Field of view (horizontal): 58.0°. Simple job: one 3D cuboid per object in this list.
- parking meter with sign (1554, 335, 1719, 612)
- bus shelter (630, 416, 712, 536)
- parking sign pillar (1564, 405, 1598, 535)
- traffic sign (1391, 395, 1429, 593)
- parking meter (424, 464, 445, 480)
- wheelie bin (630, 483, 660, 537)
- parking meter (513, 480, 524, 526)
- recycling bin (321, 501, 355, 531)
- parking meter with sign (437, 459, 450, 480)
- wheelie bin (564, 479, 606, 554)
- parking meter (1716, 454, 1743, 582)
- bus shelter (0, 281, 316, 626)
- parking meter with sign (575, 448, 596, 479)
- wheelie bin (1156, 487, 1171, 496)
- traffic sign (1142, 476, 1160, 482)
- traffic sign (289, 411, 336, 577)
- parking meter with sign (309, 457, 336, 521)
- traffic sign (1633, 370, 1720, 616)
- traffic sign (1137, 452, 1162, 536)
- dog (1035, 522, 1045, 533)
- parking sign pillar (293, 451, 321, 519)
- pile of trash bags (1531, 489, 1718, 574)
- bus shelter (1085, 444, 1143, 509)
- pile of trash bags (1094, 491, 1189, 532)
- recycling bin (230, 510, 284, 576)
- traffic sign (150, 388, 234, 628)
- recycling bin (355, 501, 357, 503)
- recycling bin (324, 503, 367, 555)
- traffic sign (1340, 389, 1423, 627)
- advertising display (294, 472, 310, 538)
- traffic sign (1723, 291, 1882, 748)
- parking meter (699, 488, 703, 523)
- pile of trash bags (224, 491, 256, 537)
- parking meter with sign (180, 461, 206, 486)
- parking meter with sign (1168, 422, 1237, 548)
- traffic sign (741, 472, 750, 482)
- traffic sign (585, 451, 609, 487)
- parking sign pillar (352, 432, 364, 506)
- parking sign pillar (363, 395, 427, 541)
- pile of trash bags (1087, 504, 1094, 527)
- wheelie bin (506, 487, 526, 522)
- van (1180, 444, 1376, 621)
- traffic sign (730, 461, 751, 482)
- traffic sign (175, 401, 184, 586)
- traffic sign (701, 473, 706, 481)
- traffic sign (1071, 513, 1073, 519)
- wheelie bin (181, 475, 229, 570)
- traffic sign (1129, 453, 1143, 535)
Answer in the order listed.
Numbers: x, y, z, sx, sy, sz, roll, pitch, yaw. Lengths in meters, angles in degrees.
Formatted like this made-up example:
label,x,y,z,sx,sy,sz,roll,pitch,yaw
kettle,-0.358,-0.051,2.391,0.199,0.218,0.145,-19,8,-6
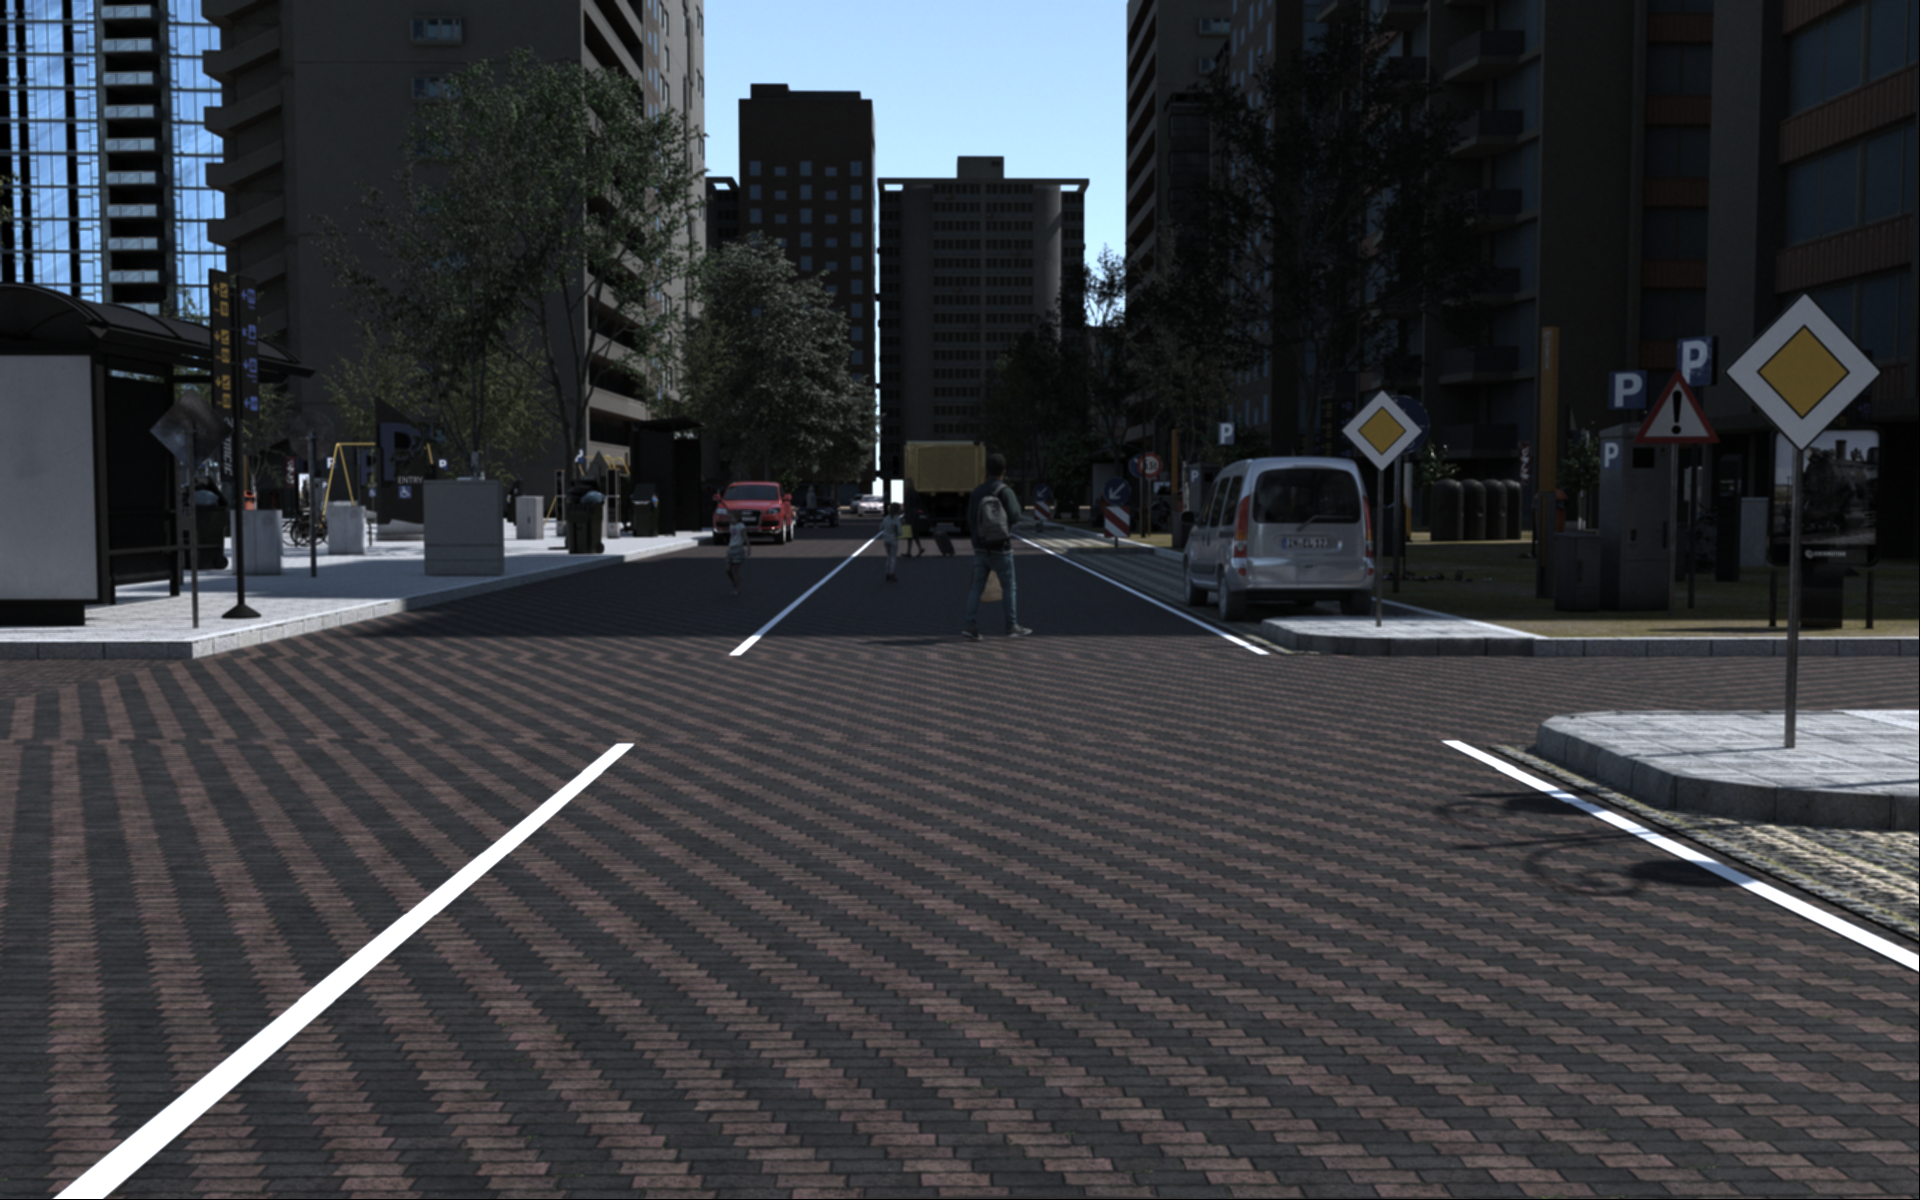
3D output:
label,x,y,z,sx,sy,sz,roll,pitch,yaw
parking meter with sign,7.417,-1.395,19.075,1.738,3.016,0.543,-1,4,-19
bus shelter,-9.196,-3.927,55.484,1.731,3.624,6.357,0,4,-1
parking sign pillar,18.849,-3.949,53.034,1.447,3.967,1.447,2,4,30
traffic sign,5.656,-1.363,22.395,0.768,2.556,0.104,0,4,6
parking meter,-10.271,-1.725,33.916,0.255,1.863,0.399,1,4,12
wheelie bin,-9.386,-2.679,51.708,0.980,1.594,0.693,1,4,18
parking meter,-17.804,-3.921,69.817,0.399,1.863,0.255,2,4,32
recycling bin,-20.997,-2.797,58.288,0.722,1.027,0.722,3,4,38
parking meter with sign,-25.279,-5.502,86.218,1.738,3.016,0.543,3,5,40
wheelie bin,-8.017,-1.782,37.050,0.980,1.594,0.693,1,4,18
parking meter,11.270,-1.203,25.379,0.255,1.863,0.399,3,4,37
bus shelter,-9.145,-1.552,19.305,2.014,3.302,5.546,0,4,-1
parking meter with sign,-13.859,-4.226,65.362,1.738,3.016,0.543,3,4,38
wheelie bin,8.798,-4.072,74.485,0.693,1.594,0.980,2,4,28
traffic sign,8.051,-4.492,73.446,0.884,2.594,0.081,0,4,8
traffic sign,-9.991,-1.627,26.701,0.768,2.556,0.104,0,4,8
parking meter with sign,-30.233,-5.244,81.996,1.738,3.016,0.543,3,4,38
traffic sign,7.511,-1.114,18.225,0.884,2.594,0.081,0,4,4
traffic sign,5.793,-3.233,52.959,0.768,2.556,0.104,0,4,3
dog,2.970,-2.655,63.600,0.748,0.427,0.550,-3,5,-41
parking sign pillar,-33.773,-6.186,89.614,1.447,3.967,1.447,-3,5,-43
pile of trash bags,11.405,-1.200,29.374,3.447,1.369,1.912,3,4,38
bus shelter,6.487,-4.803,72.452,2.014,3.302,5.546,0,4,-1
pile of trash bags,6.573,-3.026,59.225,1.912,1.369,3.447,-3,5,-39
recycling bin,-11.190,-0.919,27.583,0.722,1.027,0.722,-1,4,-18
traffic sign,-7.300,-0.786,16.486,0.795,2.450,0.064,0,4,-1
recycling bin,-23.625,-3.313,66.729,0.722,1.027,0.722,-1,4,-23
recycling bin,-13.084,-1.494,36.985,0.722,1.027,0.722,-1,4,-13
traffic sign,4.043,-0.797,16.675,0.795,2.450,0.064,0,4,-1
advertising display,-19.197,-2.782,50.704,0.123,1.923,0.974,0,4,3
traffic sign,4.191,-0.309,8.692,0.795,2.450,0.064,0,4,-1
parking meter,-9.364,-3.417,61.583,0.399,1.863,0.255,0,3,0
pile of trash bags,-22.245,-2.559,51.594,1.912,1.369,3.447,1,4,16
parking meter with sign,-18.330,-2.709,40.555,1.738,3.016,0.543,0,4,0
parking meter with sign,5.843,-2.771,41.568,1.738,3.016,0.543,-3,4,-38
traffic sign,-11.368,-5.532,90.548,0.768,2.556,0.104,0,4,1
traffic sign,-10.821,-3.174,51.897,0.884,2.594,0.081,0,4,7
parking sign pillar,-25.736,-5.321,75.465,1.447,3.967,1.447,3,5,39
parking sign pillar,-15.346,-3.617,47.610,1.447,3.967,1.447,-3,4,-37
pile of trash bags,5.807,-3.496,66.907,1.912,1.369,3.447,1,4,11
wheelie bin,-20.050,-4.305,78.298,0.693,1.594,0.980,1,4,21
van,3.728,-0.841,20.764,2.013,2.044,4.112,0,4,-1
traffic sign,-8.635,-4.165,68.108,0.884,2.594,0.081,0,4,6
traffic sign,-10.934,-1.482,24.240,0.884,2.594,0.081,0,4,3
traffic sign,-10.987,-4.398,71.912,0.884,2.594,0.081,0,4,2
traffic sign,5.878,-5.541,90.707,0.768,2.556,0.104,0,4,5
wheelie bin,-12.884,-1.316,29.432,0.980,1.594,0.693,3,4,36
traffic sign,5.666,-3.307,54.173,0.768,2.556,0.104,0,4,4
